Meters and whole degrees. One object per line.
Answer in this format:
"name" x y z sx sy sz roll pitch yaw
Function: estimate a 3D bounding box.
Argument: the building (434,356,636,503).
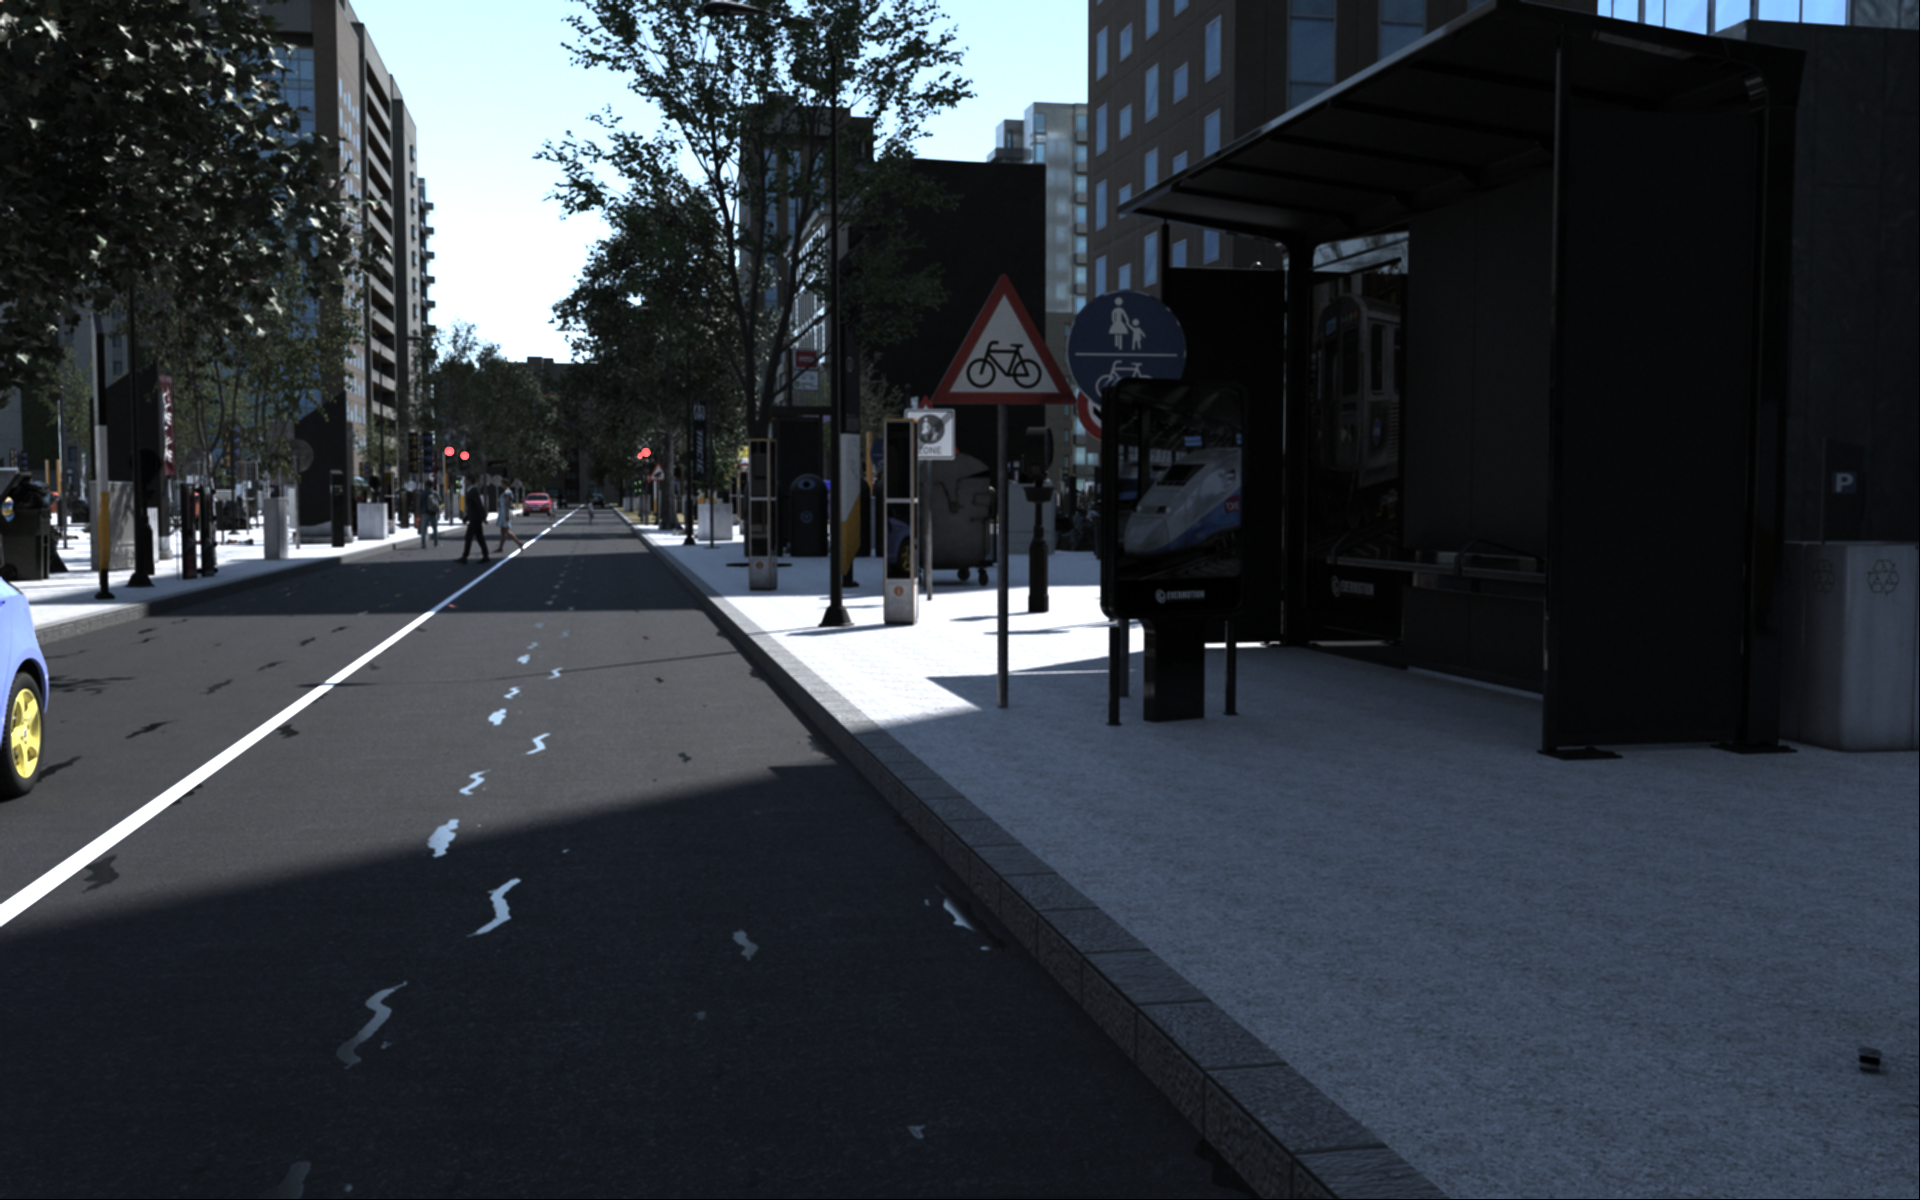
"building" -62.571 -25.355 259.590 28.899 21.520 27.650 -1 4 -12

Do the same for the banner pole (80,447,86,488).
"banner pole" -45.379 -6.091 89.613 0.863 3.779 0.401 3 5 41

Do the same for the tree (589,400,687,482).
"tree" -25.330 -14.136 137.772 9.857 13.997 8.962 0 3 0

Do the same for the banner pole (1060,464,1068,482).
"banner pole" 8.671 -9.467 144.805 0.863 3.779 0.401 1 4 9

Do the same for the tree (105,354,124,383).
"tree" -28.988 -7.037 65.421 4.737 8.622 4.395 0 3 0

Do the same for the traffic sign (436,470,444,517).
"traffic sign" -27.797 -5.654 92.444 0.884 2.594 0.081 -1 4 -11

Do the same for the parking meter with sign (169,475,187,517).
"parking meter with sign" -44.499 -6.283 98.980 1.738 3.016 0.543 1 4 21

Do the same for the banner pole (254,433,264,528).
"banner pole" -26.090 -4.554 64.467 0.863 3.779 0.401 3 5 42

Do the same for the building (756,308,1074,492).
"building" -5.651 -20.265 176.365 27.650 21.520 28.899 -1 4 -12

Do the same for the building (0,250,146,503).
"building" -98.070 -39.641 190.136 28.212 58.520 21.231 -1 4 -12

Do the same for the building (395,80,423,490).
"building" -72.924 -34.972 195.488 21.600 48.544 21.300 -1 4 -12

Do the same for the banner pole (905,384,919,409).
"banner pole" -1.091 -3.018 39.365 0.401 3.779 0.863 -2 4 -23

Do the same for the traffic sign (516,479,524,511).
"traffic sign" -34.415 -8.184 134.995 0.795 2.450 0.064 0 4 -7

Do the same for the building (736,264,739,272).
"building" -23.316 -35.323 269.411 23.993 40.220 32.217 -1 4 -12

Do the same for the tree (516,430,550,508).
"tree" -41.155 -12.905 161.366 4.737 8.622 4.395 0 3 0

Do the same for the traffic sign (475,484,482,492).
"traffic sign" -41.298 -9.086 148.561 0.884 2.594 0.081 -1 4 -9

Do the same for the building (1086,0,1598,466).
"building" 12.589 -24.679 53.611 14.600 45.320 14.200 -1 4 -12

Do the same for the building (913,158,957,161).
"building" -3.720 -32.419 213.647 14.086 41.232 14.154 -1 4 -12

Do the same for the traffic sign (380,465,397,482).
"traffic sign" -25.181 -4.653 76.078 0.884 2.594 0.081 -1 4 -10

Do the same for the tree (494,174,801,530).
"tree" -10.449 -8.859 61.859 9.611 12.733 9.660 0 3 0

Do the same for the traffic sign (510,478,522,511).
"traffic sign" -34.263 -8.176 133.679 0.884 2.594 0.081 -1 4 -11

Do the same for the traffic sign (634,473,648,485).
"traffic sign" -18.064 -5.994 98.107 0.768 2.556 0.104 0 4 -8

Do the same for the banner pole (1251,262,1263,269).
"banner pole" 2.985 -1.758 18.768 0.863 3.779 0.401 -1 4 -14

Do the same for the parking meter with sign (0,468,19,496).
"parking meter with sign" -27.555 -3.285 49.973 1.738 3.016 0.543 -1 4 -16

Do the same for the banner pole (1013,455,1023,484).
"banner pole" 3.786 -7.418 111.298 0.863 3.779 0.401 1 4 11

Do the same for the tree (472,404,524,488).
"tree" -34.459 -10.963 129.600 4.360 8.622 3.978 0 3 0

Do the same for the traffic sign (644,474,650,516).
"traffic sign" -18.859 -6.324 103.503 0.768 2.556 0.104 0 4 -5

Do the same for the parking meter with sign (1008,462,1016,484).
"parking meter with sign" 2.774 -5.992 94.229 0.543 3.016 1.738 1 4 21

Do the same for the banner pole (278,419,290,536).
"banner pole" -20.650 -3.824 52.534 0.401 3.779 0.863 -3 5 -39

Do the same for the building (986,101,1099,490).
"building" 19.100 -36.297 213.063 30.456 49.044 23.786 -1 4 -12

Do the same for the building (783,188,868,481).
"building" -7.062 -21.151 143.075 12.463 27.353 25.104 -1 4 -12

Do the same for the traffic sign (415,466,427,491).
"traffic sign" -24.632 -4.861 79.586 0.768 2.556 0.104 0 4 -5

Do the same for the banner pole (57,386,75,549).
"banner pole" -20.942 -3.081 40.392 0.401 3.779 0.863 -2 4 -32

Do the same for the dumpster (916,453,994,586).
"dumpster" -0.273 -1.166 24.828 1.264 1.857 1.865 -1 4 -12

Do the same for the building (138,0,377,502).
"building" -67.938 -33.428 170.257 21.300 48.544 21.600 -1 4 -12

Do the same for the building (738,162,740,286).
"building" -19.825 -32.195 209.988 14.154 41.232 14.086 -1 4 -12

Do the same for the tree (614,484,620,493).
"tree" -42.835 -13.761 219.594 1.663 3.219 1.824 0 3 0

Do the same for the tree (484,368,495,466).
"tree" -36.789 -13.725 141.414 9.611 12.733 9.660 0 3 0

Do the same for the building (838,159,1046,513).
"building" -1.864 -17.965 123.407 12.332 23.373 15.834 -1 4 -12

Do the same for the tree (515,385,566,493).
"tree" -42.031 -15.398 169.880 7.486 12.596 7.792 0 3 0

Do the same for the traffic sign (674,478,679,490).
"traffic sign" -21.213 -7.853 128.495 0.768 2.556 0.104 0 4 -3

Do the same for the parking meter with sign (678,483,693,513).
"parking meter with sign" -18.136 -7.302 115.651 1.738 3.016 0.543 0 4 -8

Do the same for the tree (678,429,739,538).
"tree" -7.221 -3.419 50.509 1.663 3.219 1.824 0 3 0

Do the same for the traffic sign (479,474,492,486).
"traffic sign" -29.377 -6.555 107.272 0.768 2.556 0.104 0 4 -3

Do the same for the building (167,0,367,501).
"building" -60.947 -30.766 153.129 14.600 45.320 14.200 -1 4 -12

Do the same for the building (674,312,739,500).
"building" -40.071 -29.666 256.745 14.107 30.474 14.160 -1 4 -12

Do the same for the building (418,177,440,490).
"building" -91.125 -38.575 250.310 30.456 49.044 23.786 -1 4 -12

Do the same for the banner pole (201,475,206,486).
"banner pole" -45.631 -7.010 104.633 0.863 3.779 0.401 0 4 -3

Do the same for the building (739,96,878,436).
"building" -17.324 -33.380 195.876 14.600 45.320 14.200 -1 4 -12

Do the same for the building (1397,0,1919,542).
"building" 22.602 -43.180 18.663 22.319 86.520 31.000 -1 4 -12

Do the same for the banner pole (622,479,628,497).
"banner pole" -28.994 -9.788 150.052 0.401 3.779 0.863 2 4 31

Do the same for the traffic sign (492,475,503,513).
"traffic sign" -30.666 -7.016 114.816 0.768 2.556 0.104 0 4 -4

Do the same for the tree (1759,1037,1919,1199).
"tree" 2.367 -4.719 2.906 9.928 11.665 9.643 0 3 0

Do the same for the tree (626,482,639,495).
"tree" -26.864 -9.164 144.430 1.663 3.219 1.824 0 3 0

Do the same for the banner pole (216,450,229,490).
"banner pole" -42.319 -6.682 99.262 0.863 3.779 0.401 0 4 2

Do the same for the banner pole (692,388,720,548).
"banner pole" -6.011 -3.104 40.771 0.401 3.779 0.863 2 4 34

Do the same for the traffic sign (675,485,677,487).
"traffic sign" -21.296 -7.846 128.289 0.884 2.594 0.081 -1 4 -12

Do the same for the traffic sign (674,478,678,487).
"traffic sign" -21.063 -7.757 126.937 0.768 2.556 0.104 -1 4 -11
